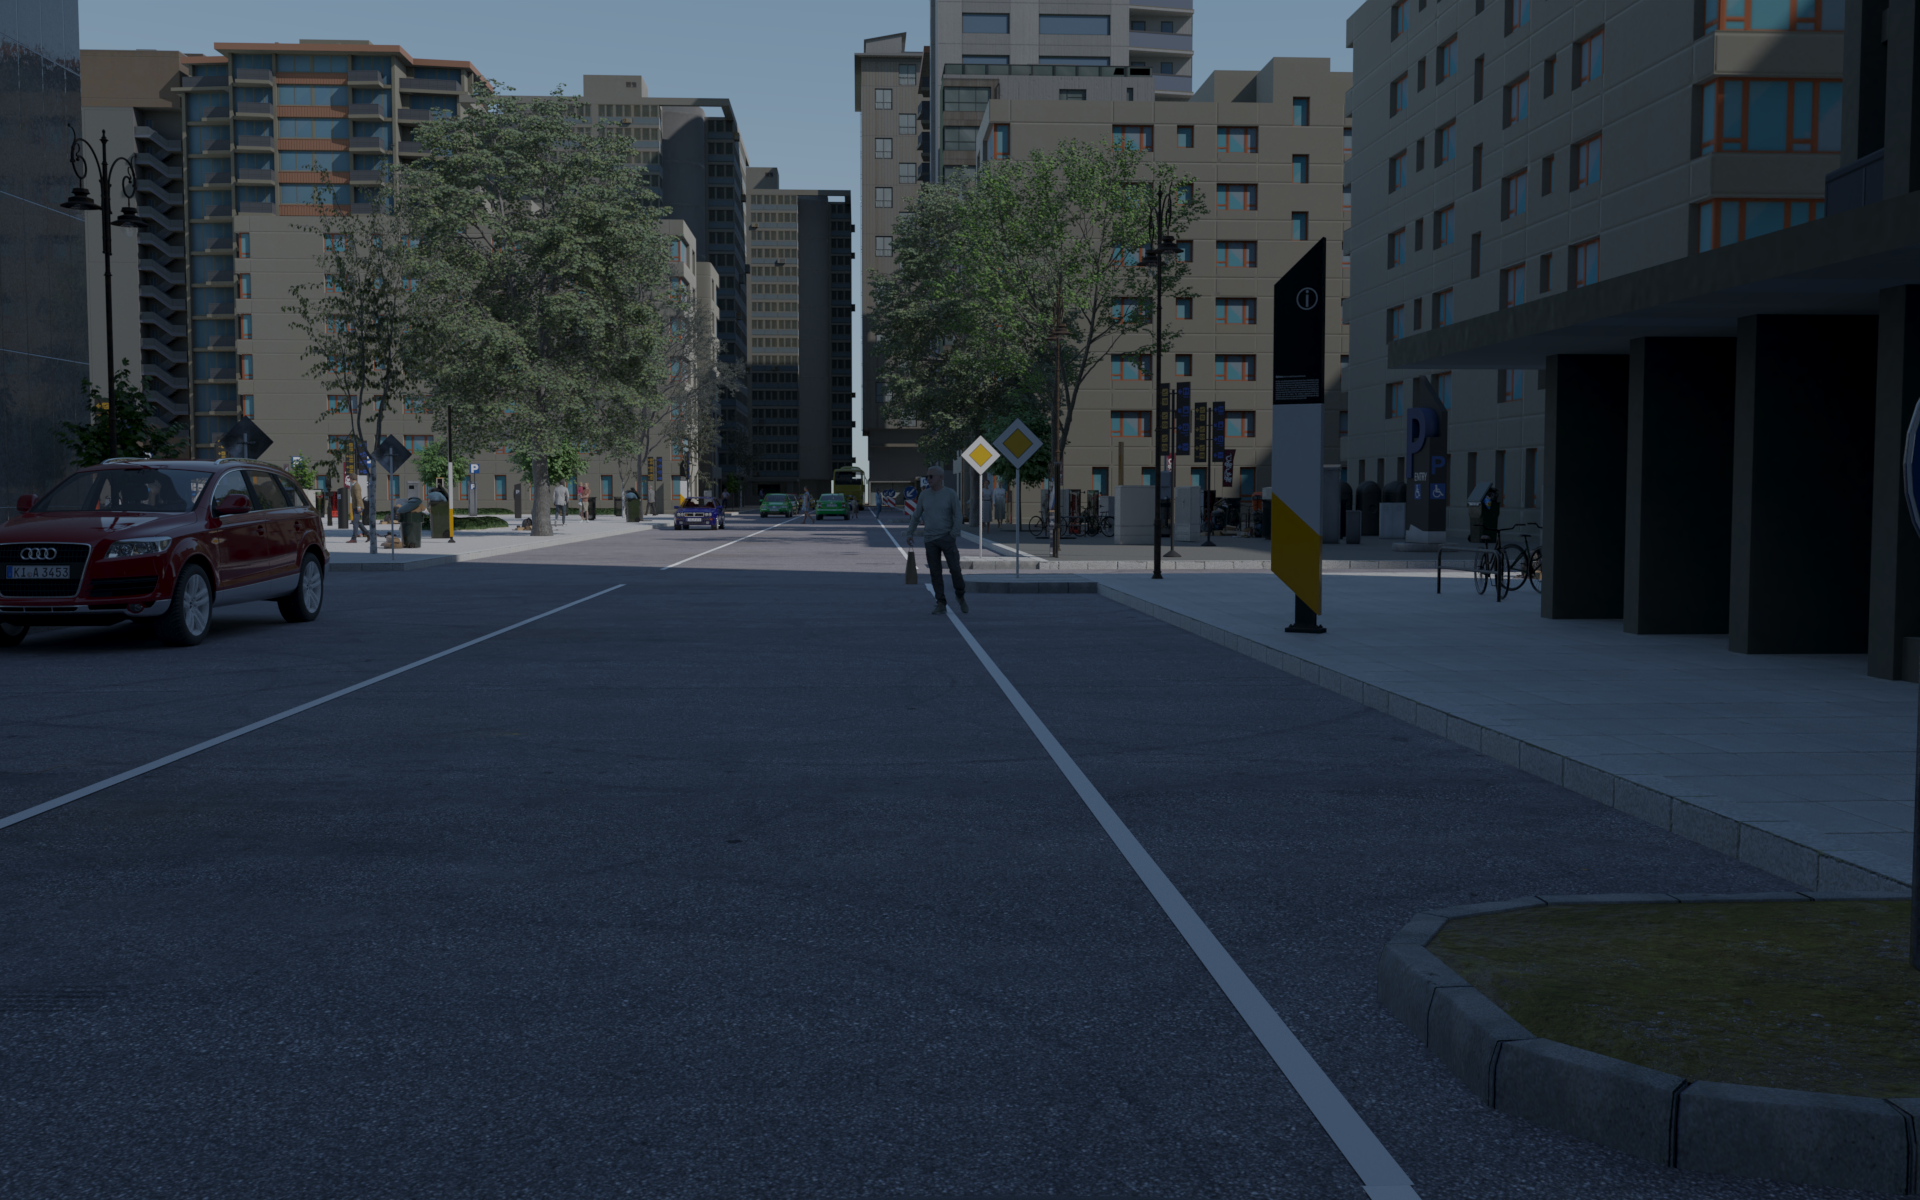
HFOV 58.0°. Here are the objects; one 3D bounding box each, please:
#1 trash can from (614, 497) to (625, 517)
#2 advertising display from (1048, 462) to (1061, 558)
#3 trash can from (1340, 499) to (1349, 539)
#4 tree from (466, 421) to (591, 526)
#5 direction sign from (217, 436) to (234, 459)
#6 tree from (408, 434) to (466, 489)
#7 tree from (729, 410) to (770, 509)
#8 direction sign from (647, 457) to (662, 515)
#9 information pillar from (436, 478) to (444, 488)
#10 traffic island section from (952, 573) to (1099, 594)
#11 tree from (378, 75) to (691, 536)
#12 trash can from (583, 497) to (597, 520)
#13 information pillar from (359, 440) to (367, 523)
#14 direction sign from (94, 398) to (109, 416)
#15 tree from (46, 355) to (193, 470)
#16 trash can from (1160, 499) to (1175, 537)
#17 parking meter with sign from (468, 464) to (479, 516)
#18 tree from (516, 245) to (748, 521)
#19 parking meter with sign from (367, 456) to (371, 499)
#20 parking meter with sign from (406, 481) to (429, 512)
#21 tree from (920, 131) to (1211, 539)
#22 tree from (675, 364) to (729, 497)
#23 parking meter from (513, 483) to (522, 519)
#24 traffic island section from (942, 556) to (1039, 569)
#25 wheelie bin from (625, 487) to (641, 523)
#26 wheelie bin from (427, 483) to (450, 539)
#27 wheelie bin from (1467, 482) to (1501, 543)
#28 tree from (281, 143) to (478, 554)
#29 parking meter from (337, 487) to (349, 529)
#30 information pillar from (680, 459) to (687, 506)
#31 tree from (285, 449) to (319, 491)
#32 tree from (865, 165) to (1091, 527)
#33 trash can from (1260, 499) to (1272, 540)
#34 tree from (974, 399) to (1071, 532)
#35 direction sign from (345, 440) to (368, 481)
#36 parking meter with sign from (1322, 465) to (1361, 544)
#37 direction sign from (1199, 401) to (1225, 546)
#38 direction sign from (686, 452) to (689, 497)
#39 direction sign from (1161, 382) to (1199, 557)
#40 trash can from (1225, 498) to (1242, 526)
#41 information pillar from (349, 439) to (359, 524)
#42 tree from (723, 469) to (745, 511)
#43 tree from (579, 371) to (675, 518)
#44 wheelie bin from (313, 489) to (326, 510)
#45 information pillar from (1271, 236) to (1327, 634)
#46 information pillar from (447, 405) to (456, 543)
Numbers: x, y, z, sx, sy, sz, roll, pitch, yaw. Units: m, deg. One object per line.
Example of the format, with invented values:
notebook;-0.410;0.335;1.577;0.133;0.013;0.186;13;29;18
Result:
trash can;-19.390;-5.320;98.643;0.748;1.137;0.748;0;3;0
advertising display;1.912;-1.834;35.192;0.123;1.923;0.974;0;4;-5
trash can;10.683;-2.305;49.333;0.748;1.137;0.748;0;3;0
tree;-16.943;-5.338;70.991;4.285;4.588;4.351;0;3;0
direction sign;-28.828;-4.668;68.313;0.379;3.537;0.876;3;5;43
tree;-28.518;-6.812;95.086;4.285;4.588;4.351;0;3;0
tree;-18.514;-12.107;148.308;4.360;8.622;3.978;0;3;0
direction sign;-18.480;-6.910;104.973;0.876;3.537;0.379;0;4;-6
information pillar;-23.415;-4.500;78.066;0.304;2.012;0.304;-1;4;-10
traffic island section;0.919;-0.253;26.412;2.009;0.180;2.903;0;4;-3
tree;-12.851;-8.918;52.459;9.857;13.997;8.962;0;3;0
trash can;-18.095;-4.461;84.590;0.748;1.137;0.748;0;3;0
information pillar;-25.931;-5.117;75.021;0.504;3.616;0.183;-1;4;-16
direction sign;-19.872;-2.986;40.825;0.876;3.537;0.379;-1;4;-15
tree;-11.586;-1.816;24.286;1.663;3.219;1.824;0;3;0
trash can;6.018;-2.430;51.389;0.748;1.137;0.748;0;3;0
parking meter with sign;-28.259;-6.372;100.448;0.543;3.016;1.738;-2;4;-24
tree;-15.066;-10.462;81.416;12.009;13.543;11.850;0;3;0
parking meter with sign;-27.089;-5.067;79.104;0.543;3.016;1.738;-2;4;-25
parking meter with sign;-31.745;-6.373;100.459;1.738;3.016;0.543;-1;4;-16
tree;2.903;-7.559;49.341;9.928;11.665;9.643;0;3;0
tree;-15.217;-8.980;97.183;4.360;8.622;3.978;0;3;0
parking meter;-23.249;-5.216;91.000;0.399;1.863;0.255;-1;4;-13
traffic island section;0.452;-0.740;34.383;2.009;0.180;2.903;0;4;-3
wheelie bin;-14.790;-4.299;78.197;0.693;1.594;0.980;-1;4;-22
wheelie bin;-15.015;-2.574;49.999;0.693;1.594;0.980;-1;4;-20
wheelie bin;13.791;-2.305;45.590;0.693;1.594;0.980;-1;4;-17
tree;-12.582;-5.311;37.203;4.360;8.622;3.978;0;3;0
parking meter;-22.708;-3.384;63.734;0.372;1.533;0.369;0;3;0
information pillar;-17.370;-7.184;108.811;0.504;3.616;0.183;-3;5;-39
tree;-28.349;-4.871;74.235;1.663;3.219;1.824;0;3;0
tree;0.684;-9.836;67.473;9.857;13.997;8.962;0;3;0
trash can;8.765;-2.250;48.446;0.748;1.137;0.748;0;3;0
tree;2.157;-4.647;59.697;4.285;4.588;4.351;0;3;0
direction sign;-25.476;-4.964;73.157;0.876;3.537;0.379;-1;4;-15
parking meter with sign;9.486;-2.965;44.743;1.738;3.016;0.543;1;4;19
direction sign;6.127;-3.094;42.586;0.876;3.537;0.379;3;5;42
direction sign;-14.554;-6.150;92.555;0.379;3.537;0.876;-1;4;-20
direction sign;4.328;-2.644;35.222;0.379;3.537;0.876;-3;5;-44
trash can;10.924;-3.527;69.318;0.748;1.137;0.748;0;3;0
information pillar;-25.903;-5.042;73.788;0.183;3.616;0.504;0;4;-7
tree;-17.128;-8.301;130.326;1.663;3.219;1.824;0;3;0
tree;-17.919;-8.636;91.555;4.360;8.622;3.978;0;3;0
wheelie bin;-38.064;-5.798;102.712;0.980;1.594;0.693;1;4;13
information pillar;3.134;-1.507;15.987;0.504;3.616;0.183;2;4;31
information pillar;-13.425;-3.319;45.618;0.183;3.616;0.504;-1;4;-19
